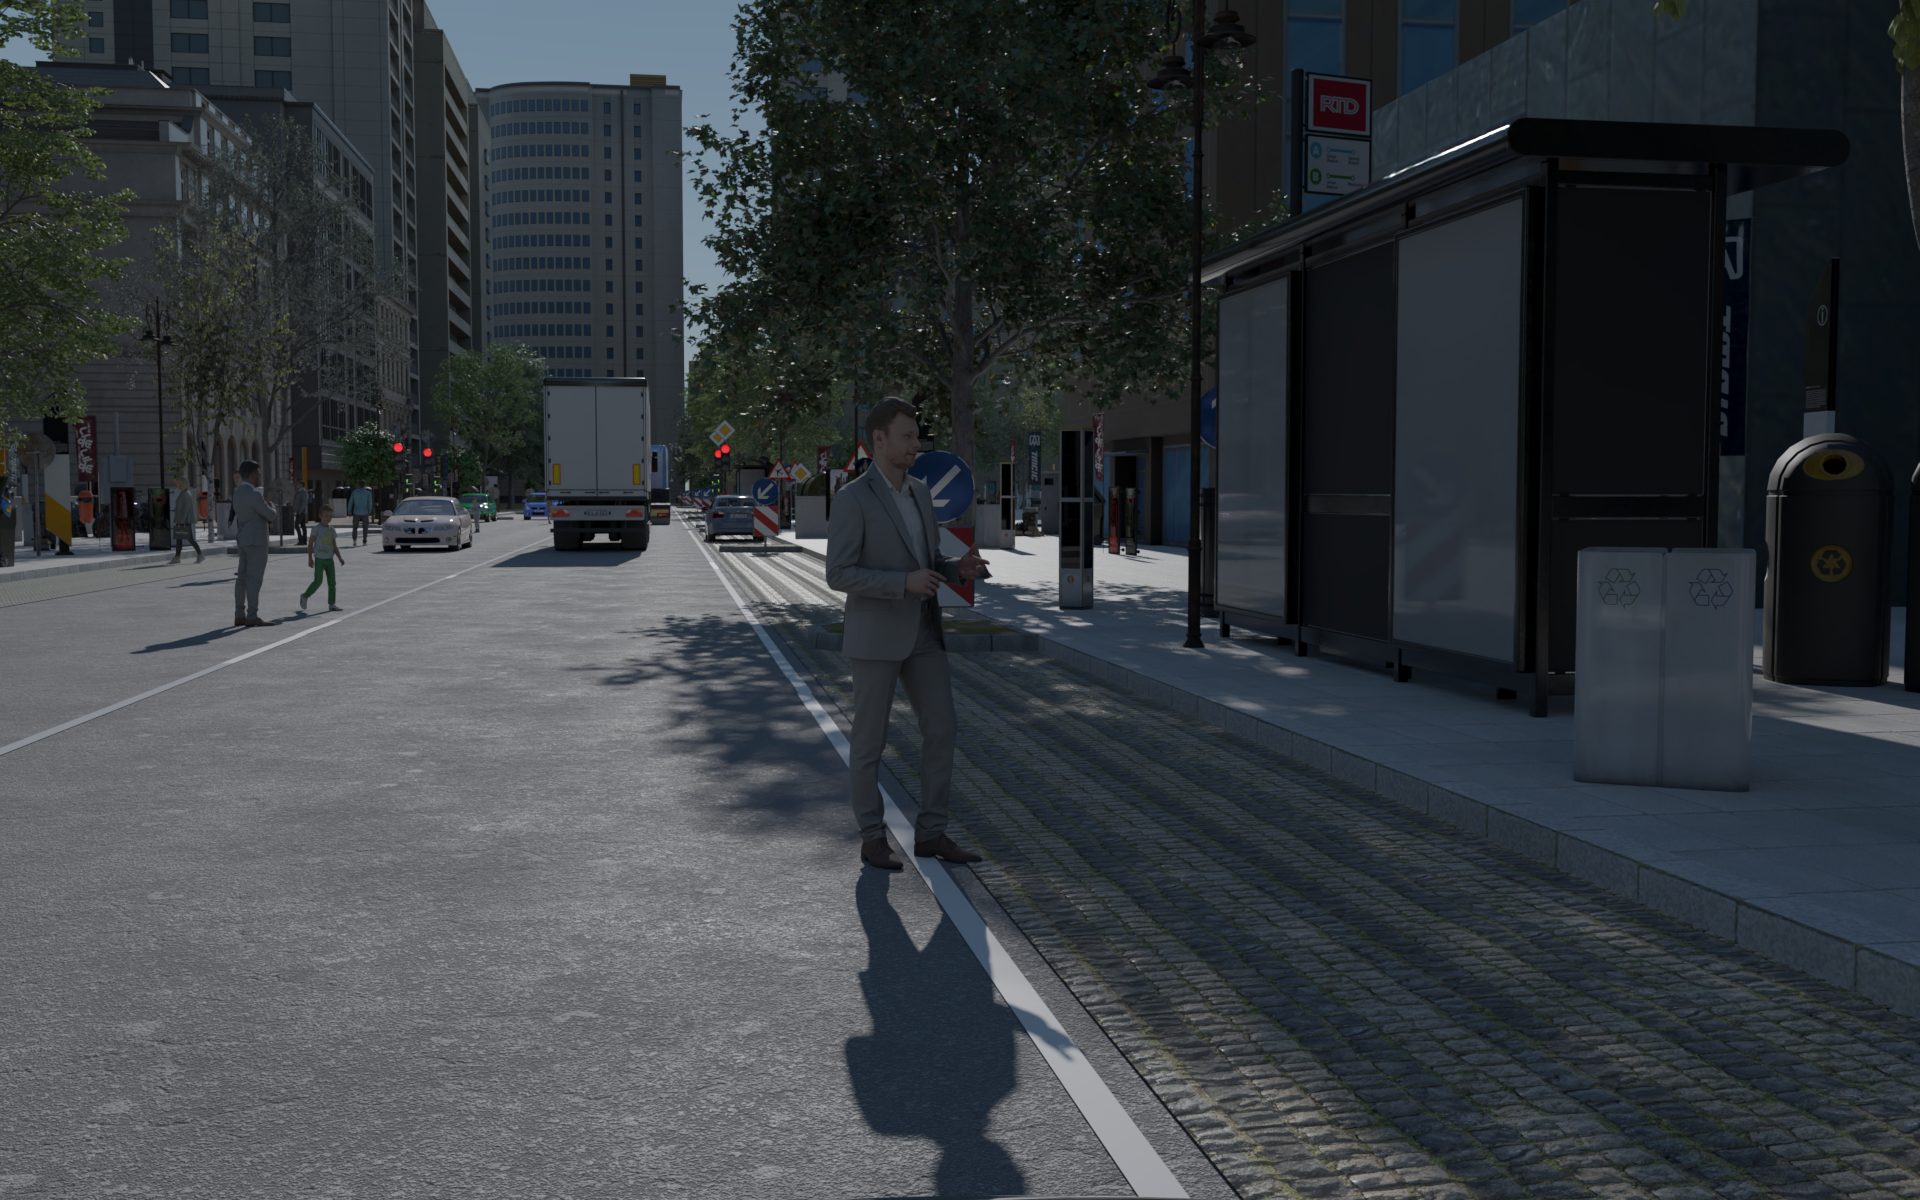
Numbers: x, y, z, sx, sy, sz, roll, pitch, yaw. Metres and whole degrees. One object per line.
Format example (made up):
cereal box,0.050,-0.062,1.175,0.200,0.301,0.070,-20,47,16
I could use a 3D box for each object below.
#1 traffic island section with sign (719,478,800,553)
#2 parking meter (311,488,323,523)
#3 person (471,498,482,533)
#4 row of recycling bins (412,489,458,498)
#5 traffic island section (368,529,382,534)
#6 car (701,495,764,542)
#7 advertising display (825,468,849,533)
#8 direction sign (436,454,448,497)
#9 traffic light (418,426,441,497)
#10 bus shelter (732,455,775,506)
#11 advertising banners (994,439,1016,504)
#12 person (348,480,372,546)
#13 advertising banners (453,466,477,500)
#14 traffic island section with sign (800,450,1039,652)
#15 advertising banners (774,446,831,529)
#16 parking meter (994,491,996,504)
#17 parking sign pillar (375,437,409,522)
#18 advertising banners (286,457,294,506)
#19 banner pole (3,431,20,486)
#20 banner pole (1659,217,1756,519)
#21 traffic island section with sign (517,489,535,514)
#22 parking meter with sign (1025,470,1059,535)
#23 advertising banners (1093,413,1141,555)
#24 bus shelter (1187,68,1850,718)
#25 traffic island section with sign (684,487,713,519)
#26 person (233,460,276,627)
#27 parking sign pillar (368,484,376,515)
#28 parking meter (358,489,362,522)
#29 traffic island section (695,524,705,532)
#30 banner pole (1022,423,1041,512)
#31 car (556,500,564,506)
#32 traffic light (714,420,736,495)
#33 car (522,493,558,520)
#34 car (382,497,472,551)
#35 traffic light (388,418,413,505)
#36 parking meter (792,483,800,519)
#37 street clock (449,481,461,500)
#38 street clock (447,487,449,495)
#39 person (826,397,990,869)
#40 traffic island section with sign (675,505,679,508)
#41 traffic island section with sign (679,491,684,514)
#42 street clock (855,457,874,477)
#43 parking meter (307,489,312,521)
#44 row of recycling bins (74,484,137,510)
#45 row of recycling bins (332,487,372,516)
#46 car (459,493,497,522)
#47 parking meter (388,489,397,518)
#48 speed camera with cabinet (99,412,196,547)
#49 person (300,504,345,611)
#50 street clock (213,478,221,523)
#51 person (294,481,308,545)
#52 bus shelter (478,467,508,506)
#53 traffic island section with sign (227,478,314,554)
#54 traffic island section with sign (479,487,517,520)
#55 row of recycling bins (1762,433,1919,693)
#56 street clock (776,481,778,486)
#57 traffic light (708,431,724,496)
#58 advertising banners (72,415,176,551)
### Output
traffic island section with sign,-4.986,-2.106,43.067,1.989,1.847,2.006,-1,4,-10
parking meter,-28.881,-4.256,78.003,0.372,1.533,0.369,0,3,0
person,-17.970,-3.155,64.360,0.425,1.301,0.394,0,4,-2
row of recycling bins,-38.936,-7.447,128.864,3.534,1.692,1.069,-2,4,-27
traffic island section,-20.584,-2.534,63.710,2.009,0.180,2.903,-1,4,-10
car,-6.924,-2.521,53.226,2.014,1.417,4.499,-1,4,-10
advertising display,-3.030,-2.302,42.844,0.123,1.923,0.974,2,4,25
direction sign,-29.569,-6.537,98.885,0.379,3.537,0.876,2,4,29
traffic light,-21.893,-5.048,71.452,0.839,4.253,0.868,-1,4,-10
bus shelter,-10.769,-5.964,91.438,2.014,3.302,5.546,-1,4,-10
advertising banners,1.470,-3.676,56.283,0.090,3.025,2.074,-1,4,-16
person,-16.584,-2.406,47.855,0.660,1.820,0.620,-1,4,-12
advertising banners,-30.218,-6.706,105.828,2.074,3.025,0.090,2,4,30
traffic island section with sign,-0.420,-0.479,16.463,1.989,1.847,2.006,-1,4,-10
advertising banners,-5.696,-4.096,63.163,2.074,3.025,0.090,1,4,11
parking meter,2.330,-6.075,107.744,0.372,1.533,0.369,0,3,0
parking sign pillar,-26.611,-5.689,81.485,1.447,3.967,1.447,-1,4,-20
advertising banners,-32.413,-5.318,83.139,2.074,3.025,0.090,3,5,43
banner pole,-37.941,-4.843,69.203,0.401,3.779,0.863,2,4,29
banner pole,5.988,-1.474,14.113,0.863,3.779,0.401,3,5,40
traffic island section with sign,-30.342,-6.962,122.453,1.989,1.847,2.006,-1,4,-10
parking meter with sign,2.925,-3.580,54.789,1.738,3.016,0.543,1,4,16
advertising banners,3.312,-2.495,36.981,0.090,3.025,2.074,-1,4,-23
bus shelter,3.360,-2.231,14.107,2.179,5.291,8.768,-1,4,-10
traffic island section with sign,-14.583,-5.529,99.019,1.989,1.847,2.006,-1,4,-10
person,-7.657,-0.623,18.871,0.511,1.800,0.466,2,4,29
parking sign pillar,-35.705,-7.129,105.035,1.447,3.967,1.447,-1,4,-12
parking meter,-30.147,-4.810,87.055,0.372,1.533,0.369,0,3,0
traffic island section,-10.213,-3.137,73.579,2.009,0.180,2.903,-1,4,-10
banner pole,2.474,-4.342,61.003,0.863,3.779,0.401,-1,4,-12
car,-24.406,-5.942,106.743,1.945,1.707,3.694,-1,4,-11
traffic light,-8.904,-4.689,65.587,0.839,4.253,0.868,-1,4,-10
car,-23.551,-5.358,97.198,1.945,1.707,3.694,-1,4,-10
car,-13.748,-1.987,44.857,2.083,1.381,4.827,-1,4,-10
traffic light,-20.543,-4.566,63.582,0.839,4.253,0.868,-1,4,-10
parking meter,-8.312,-5.021,87.803,0.255,1.863,0.399,2,4,26
street clock,-27.821,-5.577,95.748,0.358,2.002,0.471,1,4,19
street clock,-39.870,-7.990,135.214,0.358,2.002,0.471,0,4,5
person,-0.188,0.126,6.632,0.583,1.804,0.606,2,4,35
traffic island section with sign,-27.433,-10.115,174.004,1.989,1.847,2.006,-1,4,-10
traffic island section with sign,-19.150,-7.157,125.643,1.989,1.847,2.006,-1,4,-10
street clock,-1.838,-1.823,34.381,0.471,2.002,0.358,0,4,4
parking meter,-30.639,-4.488,81.795,0.372,1.533,0.369,0,3,0
row of recycling bins,-35.250,-3.932,71.403,1.069,1.692,3.534,0,4,7
row of recycling bins,-35.859,-5.819,102.255,3.534,1.692,1.069,3,4,37
car,-24.683,-4.858,88.217,1.959,1.807,4.718,-1,4,-8
parking meter,-25.664,-4.274,78.287,0.372,1.533,0.369,0,3,0
speed camera with cabinet,-19.845,-2.933,42.298,2.038,3.252,0.660,-2,4,-34
person,-7.843,-0.521,21.271,0.590,1.304,0.306,1,4,19
street clock,-33.438,-4.490,77.975,0.358,2.002,0.471,-1,4,-21
person,-18.399,-2.423,48.295,0.473,1.802,0.592,0,4,-5
bus shelter,-36.004,-8.517,133.175,2.014,3.302,5.546,-1,4,-10
traffic island section with sign,-16.551,-2.046,42.088,1.989,1.847,2.006,-1,4,-10
traffic island section with sign,-25.782,-5.337,95.885,1.989,1.847,2.006,-1,4,-10
row of recycling bins,6.763,-0.226,10.805,1.069,1.692,3.534,-2,4,-35
street clock,-9.138,-5.136,88.544,0.471,2.002,0.358,-1,4,-21
traffic light,-10.254,-5.170,73.458,0.839,4.253,0.868,-1,4,-10
advertising banners,-18.782,-2.611,38.884,2.074,3.025,0.090,-2,4,-33
